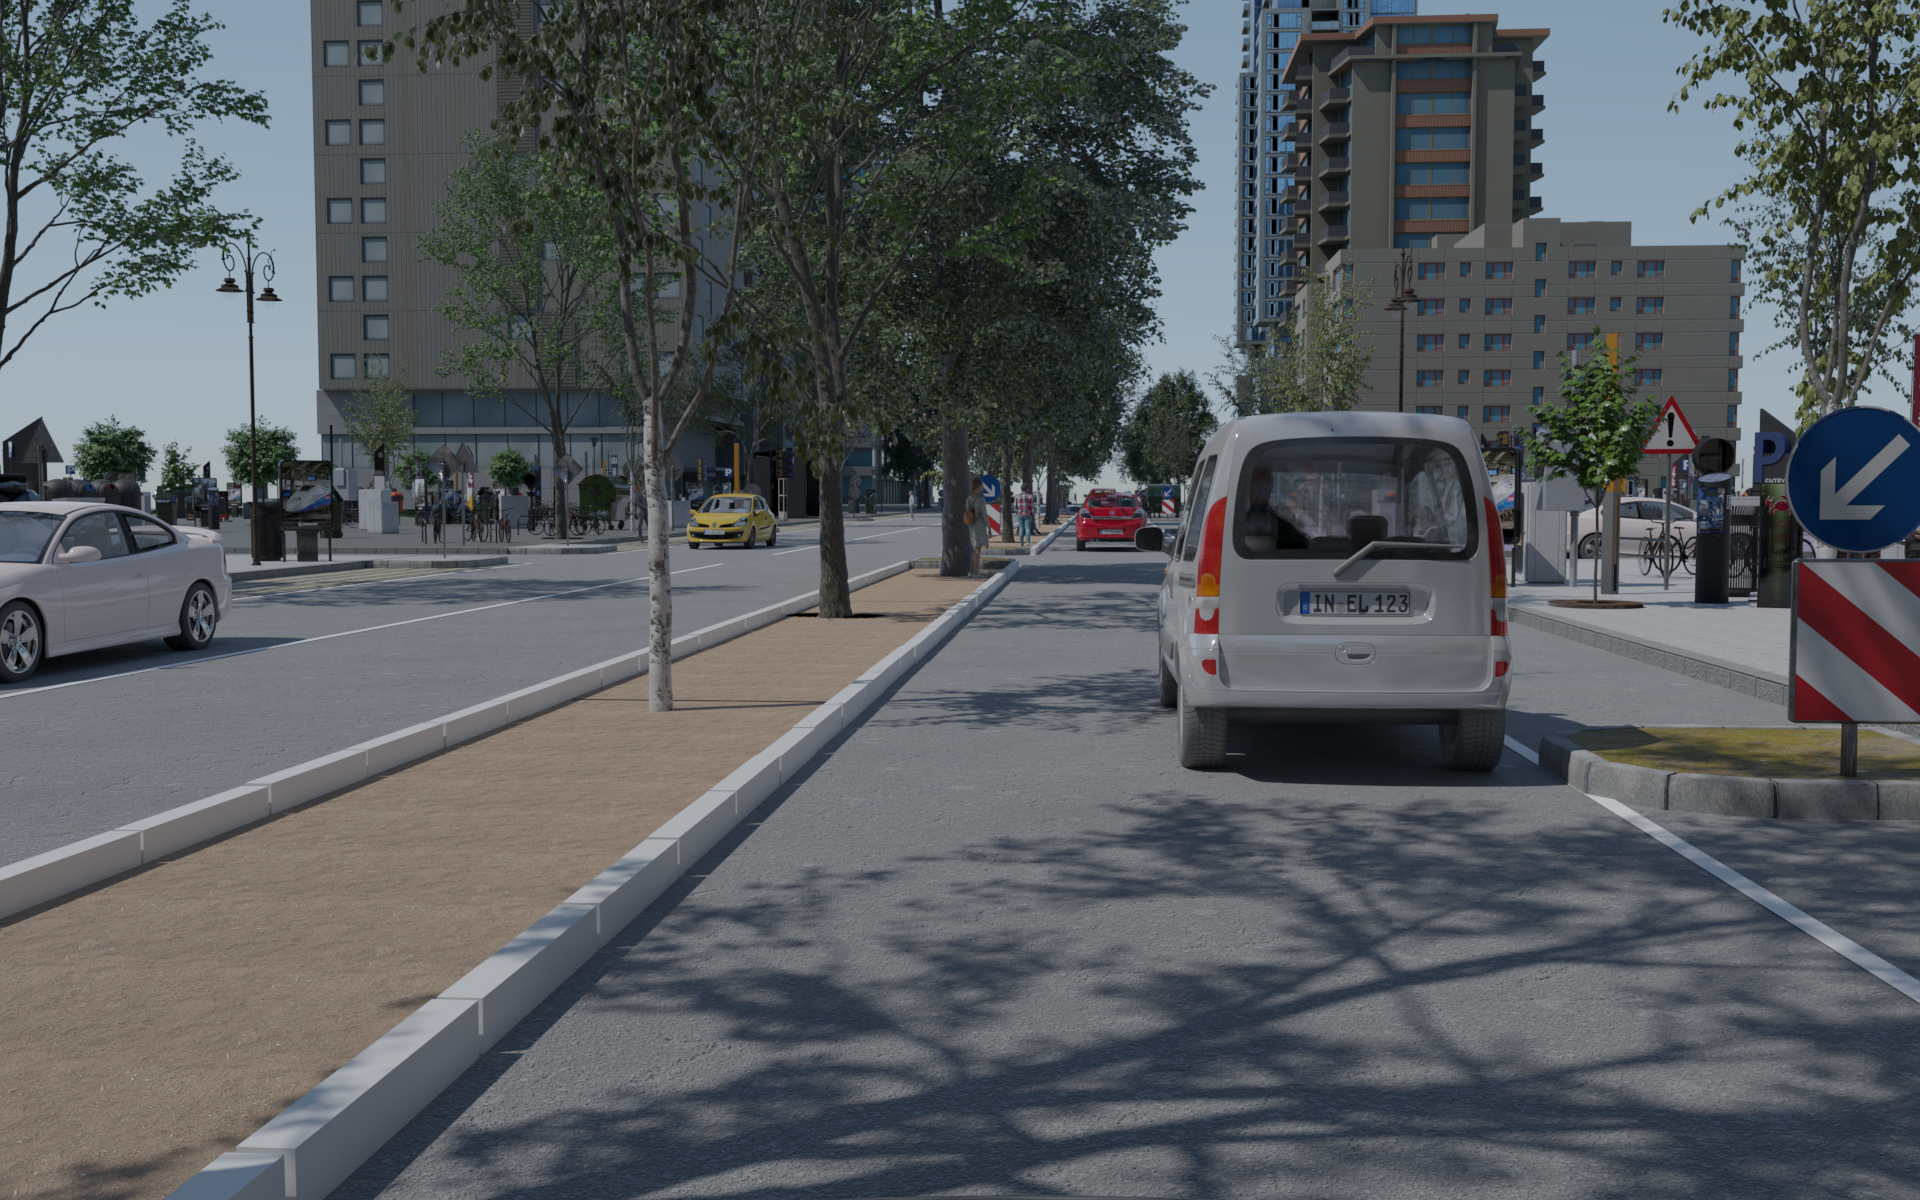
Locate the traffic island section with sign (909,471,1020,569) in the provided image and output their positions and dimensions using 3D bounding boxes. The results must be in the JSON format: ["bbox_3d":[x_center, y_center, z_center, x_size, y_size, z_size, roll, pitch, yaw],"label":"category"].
[{"bbox_3d":[0.081,-1.576,33.906,2.006,1.907,1.989,0,4,5],"label":"traffic island section with sign"}]

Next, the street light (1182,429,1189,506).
[{"bbox_3d":[15.595,-9.012,120.126,0.468,5.910,1.993,0,4,5],"label":"street light"}]

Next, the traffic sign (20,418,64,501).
[{"bbox_3d":[-15.640,-1.804,29.497,0.884,2.594,0.081,1,4,14],"label":"traffic sign"}]

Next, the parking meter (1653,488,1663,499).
[{"bbox_3d":[27.829,-3.711,69.082,0.372,1.533,0.369,0,3,0],"label":"parking meter"}]

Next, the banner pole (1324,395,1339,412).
[{"bbox_3d":[9.349,-3.279,43.625,0.401,3.779,0.863,3,5,42],"label":"banner pole"}]

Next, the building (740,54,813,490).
[{"bbox_3d":[-21.106,-28.735,153.415,14.154,41.232,14.086,0,4,5],"label":"building"}]

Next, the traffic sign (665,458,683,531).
[{"bbox_3d":[-10.016,-3.686,60.367,0.768,2.556,0.104,1,4,11],"label":"traffic sign"}]

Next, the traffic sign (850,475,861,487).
[{"bbox_3d":[-7.079,-7.185,117.579,0.768,2.556,0.104,0,4,7],"label":"traffic sign"}]

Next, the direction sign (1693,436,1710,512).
[{"bbox_3d":[28.707,-4.610,67.362,0.379,3.537,0.876,-3,4,-37],"label":"direction sign"}]

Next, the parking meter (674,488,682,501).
[{"bbox_3d":[-11.633,-3.844,71.258,0.372,1.533,0.369,0,3,0],"label":"parking meter"}]

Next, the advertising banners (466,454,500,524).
[{"bbox_3d":[-20.801,-4.847,75.440,2.074,3.025,0.090,2,4,31],"label":"advertising banners"}]

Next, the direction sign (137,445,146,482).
[{"bbox_3d":[-35.753,-5.084,75.113,0.876,3.537,0.379,0,4,-2],"label":"direction sign"}]

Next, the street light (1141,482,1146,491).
[{"bbox_3d":[26.280,-17.012,250.927,0.468,5.910,1.993,0,4,5],"label":"street light"}]

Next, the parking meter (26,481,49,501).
[{"bbox_3d":[-17.255,-1.469,32.428,0.372,1.533,0.369,0,3,0],"label":"parking meter"}]

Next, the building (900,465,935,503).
[{"bbox_3d":[-18.984,-25.346,259.447,27.650,21.520,28.899,0,4,5],"label":"building"}]

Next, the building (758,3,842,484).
[{"bbox_3d":[-22.533,-44.796,170.669,20.563,71.187,20.611,0,4,5],"label":"building"}]

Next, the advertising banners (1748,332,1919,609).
[{"bbox_3d":[9.849,-1.398,19.047,2.074,3.025,0.090,2,4,25],"label":"advertising banners"}]

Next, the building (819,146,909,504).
[{"bbox_3d":[-19.370,-37.230,228.310,23.786,49.044,30.456,0,4,5],"label":"building"}]

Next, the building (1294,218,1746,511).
[{"bbox_3d":[41.768,-17.780,135.735,27.650,21.520,28.899,0,4,5],"label":"building"}]

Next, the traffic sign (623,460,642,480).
[{"bbox_3d":[-12.077,-3.899,63.859,0.768,2.556,0.104,1,4,11],"label":"traffic sign"}]

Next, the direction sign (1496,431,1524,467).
[{"bbox_3d":[19.781,-4.296,62.235,0.876,3.537,0.379,1,4,12],"label":"direction sign"}]

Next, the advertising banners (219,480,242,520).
[{"bbox_3d":[-35.536,-5.335,83.415,2.074,3.025,0.090,-1,4,-9],"label":"advertising banners"}]

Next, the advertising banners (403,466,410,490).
[{"bbox_3d":[-33.969,-6.901,109.024,2.074,3.025,0.090,-2,4,-32],"label":"advertising banners"}]

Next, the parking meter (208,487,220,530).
[{"bbox_3d":[-27.019,-3.321,62.705,0.372,1.533,0.369,0,3,0],"label":"parking meter"}]

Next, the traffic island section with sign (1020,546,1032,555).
[{"bbox_3d":[0.697,-2.028,41.288,2.006,1.907,1.989,0,4,5],"label":"traffic island section with sign"}]

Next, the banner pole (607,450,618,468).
[{"bbox_3d":[-19.679,-6.603,97.973,0.863,3.779,0.401,1,4,21],"label":"banner pole"}]

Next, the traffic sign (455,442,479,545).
[{"bbox_3d":[-12.443,-2.652,43.364,0.884,2.594,0.081,1,4,14],"label":"traffic sign"}]

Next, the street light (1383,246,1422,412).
[{"bbox_3d":[8.279,-3.653,32.516,0.468,5.910,1.993,0,4,5],"label":"street light"}]

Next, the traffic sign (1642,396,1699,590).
[{"bbox_3d":[9.423,-1.409,23.037,0.884,2.594,0.081,1,4,9],"label":"traffic sign"}]

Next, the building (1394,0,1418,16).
[{"bbox_3d":[46.925,-55.721,223.712,22.319,86.520,31.000,0,4,5],"label":"building"}]

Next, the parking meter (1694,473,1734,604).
[{"bbox_3d":[8.865,-0.732,20.384,0.372,1.533,0.369,0,3,0],"label":"parking meter"}]

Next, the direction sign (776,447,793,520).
[{"bbox_3d":[-8.552,-5.653,84.418,0.876,3.537,0.379,-2,4,-32],"label":"direction sign"}]

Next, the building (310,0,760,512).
[{"bbox_3d":[-30.750,-33.235,132.638,28.713,52.752,27.495,0,4,5],"label":"building"}]

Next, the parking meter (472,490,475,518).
[{"bbox_3d":[-26.280,-5.182,93.144,0.372,1.533,0.369,0,3,0],"label":"parking meter"}]

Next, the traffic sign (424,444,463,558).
[{"bbox_3d":[-10.266,-1.885,34.457,0.795,2.450,0.064,0,4,5],"label":"traffic sign"}]

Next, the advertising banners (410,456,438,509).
[{"bbox_3d":[-24.816,-5.155,80.471,0.090,3.025,2.074,1,4,12],"label":"advertising banners"}]

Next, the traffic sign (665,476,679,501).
[{"bbox_3d":[-11.602,-4.258,69.718,0.768,2.556,0.104,1,4,13],"label":"traffic sign"}]

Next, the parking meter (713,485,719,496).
[{"bbox_3d":[-15.880,-6.545,112.716,0.255,1.863,0.399,3,5,41],"label":"parking meter"}]

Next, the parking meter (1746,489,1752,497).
[{"bbox_3d":[40.325,-4.892,88.393,0.372,1.533,0.369,0,3,0],"label":"parking meter"}]

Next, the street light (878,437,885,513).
[{"bbox_3d":[-5.410,-8.946,119.057,0.468,5.910,1.993,0,4,5],"label":"street light"}]

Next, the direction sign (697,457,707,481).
[{"bbox_3d":[-15.936,-7.047,107.209,0.876,3.537,0.379,3,5,40],"label":"direction sign"}]

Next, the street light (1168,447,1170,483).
[{"bbox_3d":[17.432,-10.480,144.139,0.468,5.910,1.993,0,4,5],"label":"street light"}]

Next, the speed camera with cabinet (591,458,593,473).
[{"bbox_3d":[-19.381,-6.126,94.496,2.038,3.252,0.660,1,4,21],"label":"speed camera with cabinet"}]

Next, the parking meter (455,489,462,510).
[{"bbox_3d":[-25.994,-4.978,89.802,0.372,1.533,0.369,0,3,0],"label":"parking meter"}]

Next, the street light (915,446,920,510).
[{"bbox_3d":[-3.467,-10.375,142.416,0.468,5.910,1.993,0,4,5],"label":"street light"}]

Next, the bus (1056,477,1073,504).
[{"bbox_3d":[14.441,-15.450,244.160,2.896,3.916,12.252,0,4,7],"label":"bus"}]

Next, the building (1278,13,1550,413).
[{"bbox_3d":[41.971,-31.150,163.934,22.147,44.769,28.867,0,4,5],"label":"building"}]

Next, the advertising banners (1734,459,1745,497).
[{"bbox_3d":[38.252,-5.434,85.041,0.090,3.025,2.074,3,4,36],"label":"advertising banners"}]

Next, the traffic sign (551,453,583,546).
[{"bbox_3d":[-9.612,-2.371,42.415,0.795,2.450,0.064,0,4,5],"label":"traffic sign"}]

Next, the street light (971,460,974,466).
[{"bbox_3d":[1.457,-14.043,202.386,0.468,5.910,1.993,0,4,5],"label":"street light"}]

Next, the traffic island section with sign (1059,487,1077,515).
[{"bbox_3d":[6.845,-6.608,116.175,2.006,1.907,1.989,0,4,5],"label":"traffic island section with sign"}]

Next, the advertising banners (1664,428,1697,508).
[{"bbox_3d":[18.824,-3.000,45.232,0.090,3.025,2.074,3,5,43],"label":"advertising banners"}]

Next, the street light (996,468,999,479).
[{"bbox_3d":[5.422,-16.954,249.992,0.468,5.910,1.993,0,4,5],"label":"street light"}]

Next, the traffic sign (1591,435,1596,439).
[{"bbox_3d":[9.754,-1.470,26.158,0.606,2.300,0.079,1,4,11],"label":"traffic sign"}]

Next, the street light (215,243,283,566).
[{"bbox_3d":[-12.641,-3.557,30.944,0.468,5.910,1.993,0,4,5],"label":"street light"}]

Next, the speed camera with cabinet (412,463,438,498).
[{"bbox_3d":[-34.640,-7.204,112.121,0.660,3.252,2.038,1,4,19],"label":"speed camera with cabinet"}]

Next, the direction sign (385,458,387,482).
[{"bbox_3d":[-36.021,-7.100,108.078,0.876,3.537,0.379,2,4,34],"label":"direction sign"}]

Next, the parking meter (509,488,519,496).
[{"bbox_3d":[-17.410,-3.626,67.692,0.372,1.533,0.369,0,3,0],"label":"parking meter"}]

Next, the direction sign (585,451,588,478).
[{"bbox_3d":[-19.916,-6.136,92.321,0.379,3.537,0.876,-1,4,-20],"label":"direction sign"}]
